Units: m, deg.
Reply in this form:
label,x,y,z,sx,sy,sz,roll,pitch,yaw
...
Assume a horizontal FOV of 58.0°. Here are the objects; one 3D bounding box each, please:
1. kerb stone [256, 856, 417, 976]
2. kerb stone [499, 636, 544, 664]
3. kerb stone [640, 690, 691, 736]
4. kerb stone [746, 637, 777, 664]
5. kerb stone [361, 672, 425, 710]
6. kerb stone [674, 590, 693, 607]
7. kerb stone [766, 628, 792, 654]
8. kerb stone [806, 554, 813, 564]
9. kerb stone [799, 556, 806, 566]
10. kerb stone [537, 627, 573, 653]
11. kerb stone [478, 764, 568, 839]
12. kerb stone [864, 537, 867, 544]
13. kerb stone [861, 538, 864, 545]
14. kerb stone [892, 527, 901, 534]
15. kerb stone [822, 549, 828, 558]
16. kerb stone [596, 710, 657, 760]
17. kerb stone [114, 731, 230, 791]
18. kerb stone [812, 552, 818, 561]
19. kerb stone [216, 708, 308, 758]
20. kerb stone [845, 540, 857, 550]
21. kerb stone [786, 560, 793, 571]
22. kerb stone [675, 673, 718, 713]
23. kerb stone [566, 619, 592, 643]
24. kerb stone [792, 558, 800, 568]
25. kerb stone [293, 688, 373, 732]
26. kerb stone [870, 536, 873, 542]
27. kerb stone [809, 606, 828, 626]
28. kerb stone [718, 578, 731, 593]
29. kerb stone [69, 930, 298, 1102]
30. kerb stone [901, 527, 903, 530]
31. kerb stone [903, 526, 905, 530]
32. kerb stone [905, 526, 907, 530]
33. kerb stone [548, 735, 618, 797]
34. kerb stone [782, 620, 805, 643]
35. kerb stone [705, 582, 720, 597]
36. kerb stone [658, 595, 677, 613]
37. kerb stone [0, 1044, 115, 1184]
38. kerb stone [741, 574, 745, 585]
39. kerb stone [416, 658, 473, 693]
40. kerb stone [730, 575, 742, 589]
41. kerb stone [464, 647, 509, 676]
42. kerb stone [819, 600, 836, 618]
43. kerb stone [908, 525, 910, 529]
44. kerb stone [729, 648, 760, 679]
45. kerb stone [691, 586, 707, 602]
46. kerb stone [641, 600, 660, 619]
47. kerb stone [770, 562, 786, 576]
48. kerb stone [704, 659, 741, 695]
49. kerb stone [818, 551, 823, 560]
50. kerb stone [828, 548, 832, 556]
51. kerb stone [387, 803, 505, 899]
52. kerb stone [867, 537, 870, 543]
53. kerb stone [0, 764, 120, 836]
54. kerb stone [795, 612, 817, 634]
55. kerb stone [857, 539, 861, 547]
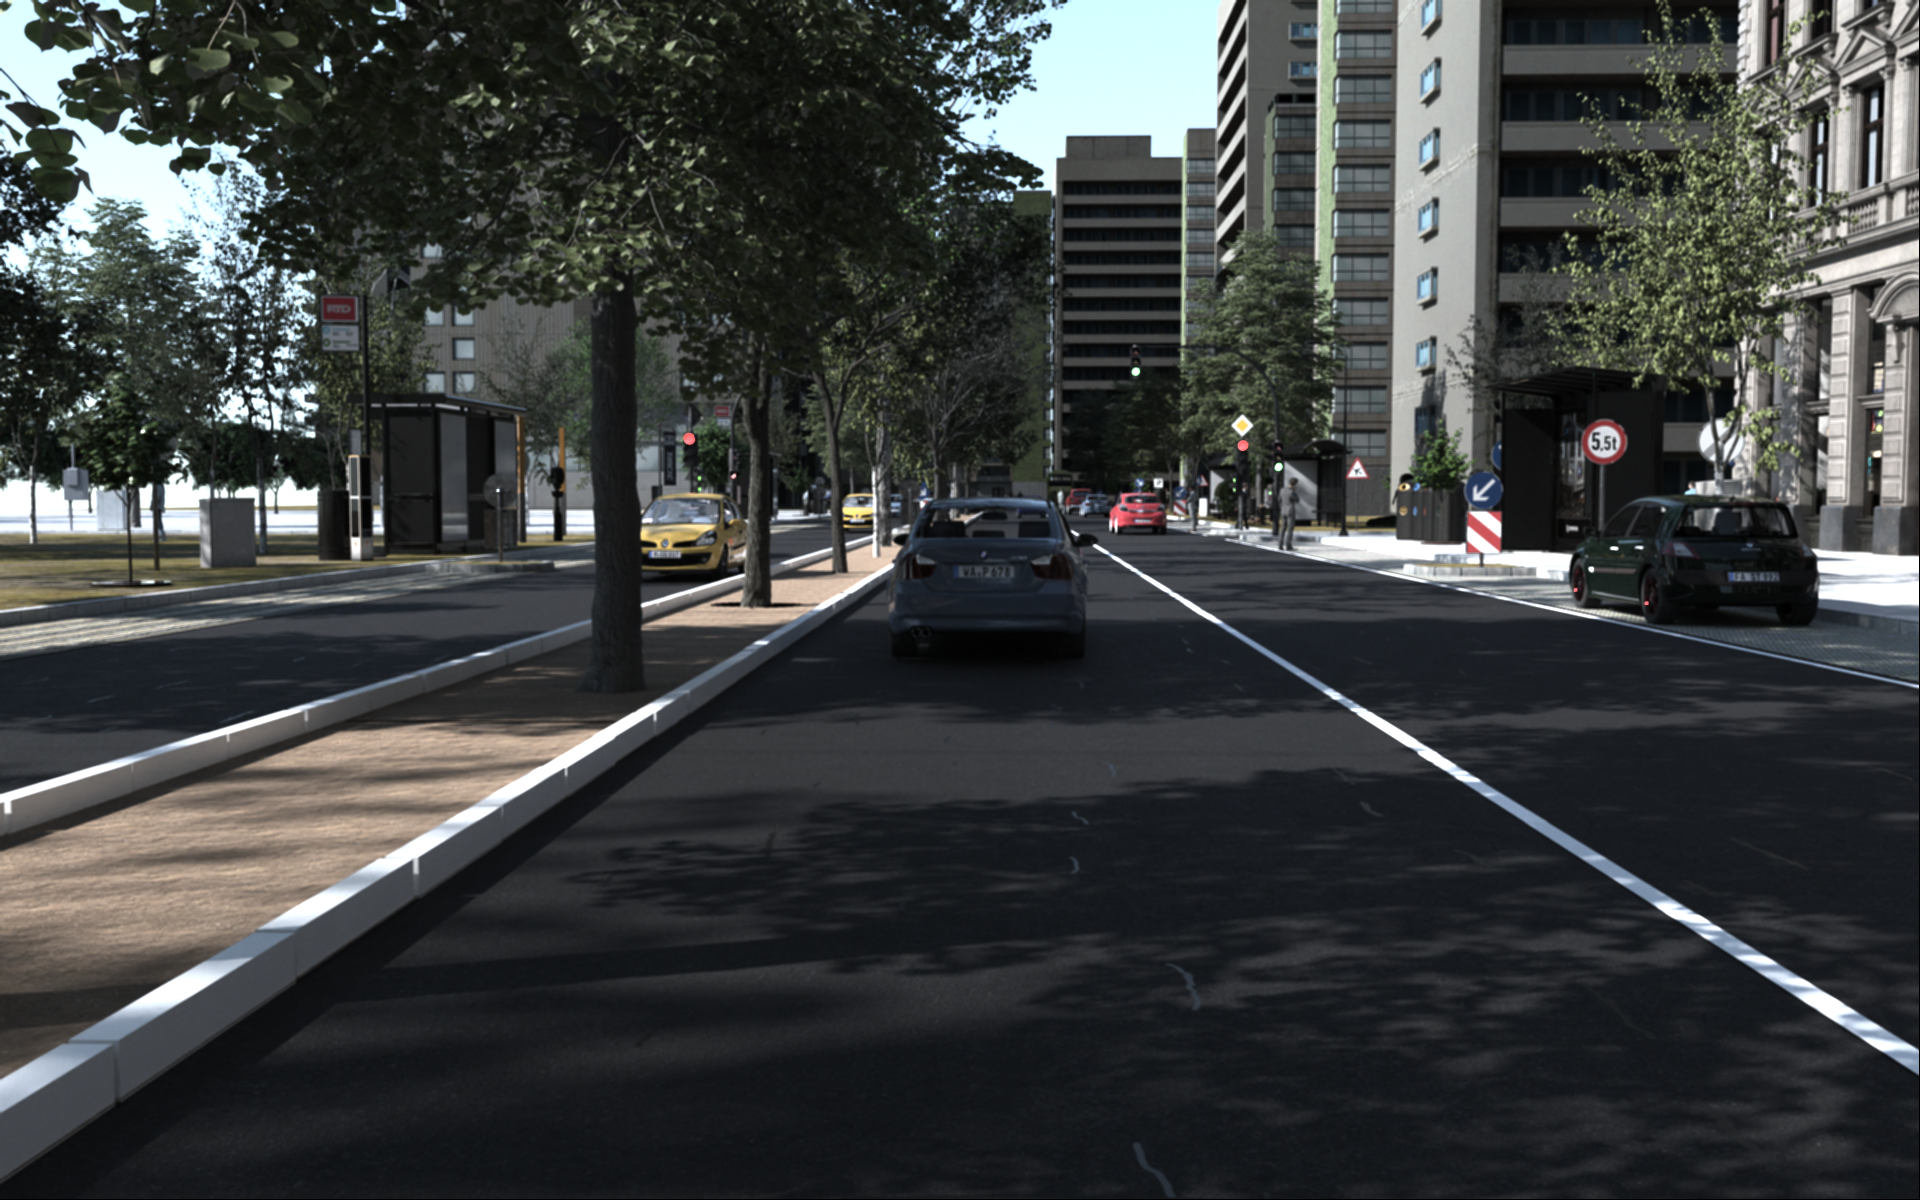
label,x,y,z,sx,sy,sz,roll,pitch,yaw
kerb stone,-1.998,1.015,5.597,0.120,0.150,1.000,0,4,2
kerb stone,-3.808,0.444,14.932,0.120,0.150,1.000,0,4,2
kerb stone,-1.836,0.702,10.714,0.120,0.150,1.000,0,4,2
kerb stone,-1.717,0.451,14.815,0.120,0.150,1.000,0,4,2
kerb stone,-3.909,0.636,11.859,0.120,0.150,1.000,0,4,2
kerb stone,-3.595,0.007,22.083,0.120,0.150,1.000,0,4,2
kerb stone,-1.681,0.389,15.836,0.120,0.150,1.000,0,4,2
kerb stone,-3.185,-0.808,35.409,0.120,0.150,1.000,0,4,2
kerb stone,-3.221,-0.746,34.388,0.120,0.150,1.000,0,4,2
kerb stone,-3.773,0.382,15.954,0.120,0.150,1.000,0,4,2
kerb stone,-1.931,0.890,7.647,0.120,0.150,1.000,0,4,2
kerb stone,-2.786,-1.623,48.730,0.120,0.150,1.000,0,4,2
kerb stone,-2.818,-1.558,47.706,0.120,0.150,1.000,0,4,2
kerb stone,-2.349,-2.531,63.582,0.120,0.150,1.000,0,4,2
kerb stone,-3.096,-0.996,38.485,0.120,0.150,1.000,0,4,2
kerb stone,-1.875,0.768,9.690,0.120,0.150,1.000,0,4,2
kerb stone,-4.000,0.821,8.784,0.120,0.150,1.000,0,4,2
kerb stone,-3.160,-0.869,36.431,0.120,0.150,1.000,0,4,2
kerb stone,-3.972,0.761,9.805,0.120,0.150,1.000,0,4,2
kerb stone,-2.882,-1.435,45.649,0.120,0.150,1.000,0,4,2
kerb stone,-3.283,-0.615,32.323,0.120,0.150,1.000,0,4,2
kerb stone,-1.802,0.640,11.736,0.120,0.150,1.000,0,4,2
kerb stone,-3.753,0.319,16.975,0.120,0.150,1.000,0,4,2
kerb stone,-3.244,-0.683,33.360,0.120,0.150,1.000,0,4,2
kerb stone,-3.936,0.695,10.837,0.120,0.150,1.000,0,4,2
kerb stone,-2.723,-1.748,50.780,0.120,0.150,1.000,0,4,2
kerb stone,-1.586,0.202,18.901,0.120,0.150,1.000,0,4,2
kerb stone,-3.500,-0.181,25.153,0.120,0.150,1.000,0,4,2
kerb stone,-2.022,1.079,4.575,0.120,0.150,1.000,0,4,2
kerb stone,-2.306,-2.593,64.604,0.120,0.150,1.000,0,4,2
kerb stone,-2.270,-2.655,65.625,0.120,0.150,1.000,0,4,2
kerb stone,-2.239,-2.718,66.647,0.120,0.150,1.000,0,4,2
kerb stone,-1.898,0.832,8.669,0.120,0.150,1.000,0,4,2
kerb stone,-1.651,0.330,16.858,0.120,0.150,1.000,0,4,2
kerb stone,-3.528,-0.118,24.131,0.120,0.150,1.000,0,4,2
kerb stone,-3.624,0.072,21.061,0.120,0.150,1.000,0,4,2
kerb stone,-2.054,1.143,3.554,0.120,0.150,1.000,0,4,2
kerb stone,-3.442,-0.305,27.203,0.120,0.150,1.000,0,4,2
kerb stone,-3.862,0.569,12.889,0.120,0.150,1.000,0,4,2
kerb stone,-3.476,-0.244,26.182,0.120,0.150,1.000,0,4,2
kerb stone,-3.850,0.514,13.912,0.120,0.150,1.000,0,4,2
kerb stone,-1.565,0.139,19.925,0.120,0.150,1.000,0,4,2
kerb stone,-2.178,-2.843,68.700,0.120,0.150,1.000,0,4,2
kerb stone,-1.746,0.522,13.780,0.120,0.150,1.000,0,4,2
kerb stone,-3.555,-0.056,23.104,0.120,0.150,1.000,0,4,2
kerb stone,-3.661,0.132,20.040,0.120,0.150,1.000,0,4,2
kerb stone,-3.322,-0.556,31.301,0.120,0.150,1.000,0,4,2
kerb stone,-1.774,0.579,12.758,0.120,0.150,1.000,0,4,2
kerb stone,-3.125,-0.933,37.452,0.120,0.150,1.000,0,4,2
kerb stone,-3.068,-1.058,39.506,0.120,0.150,1.000,0,4,2
kerb stone,-1.959,0.952,6.626,0.120,0.150,1.000,0,4,2
kerb stone,-2.755,-1.686,49.758,0.120,0.150,1.000,0,4,2
kerb stone,-4.022,0.883,7.762,0.120,0.150,1.000,0,4,2
kerb stone,-1.621,0.264,17.879,0.120,0.150,1.000,0,4,2
kerb stone,-2.849,-1.496,46.684,0.120,0.150,1.000,0,4,2
